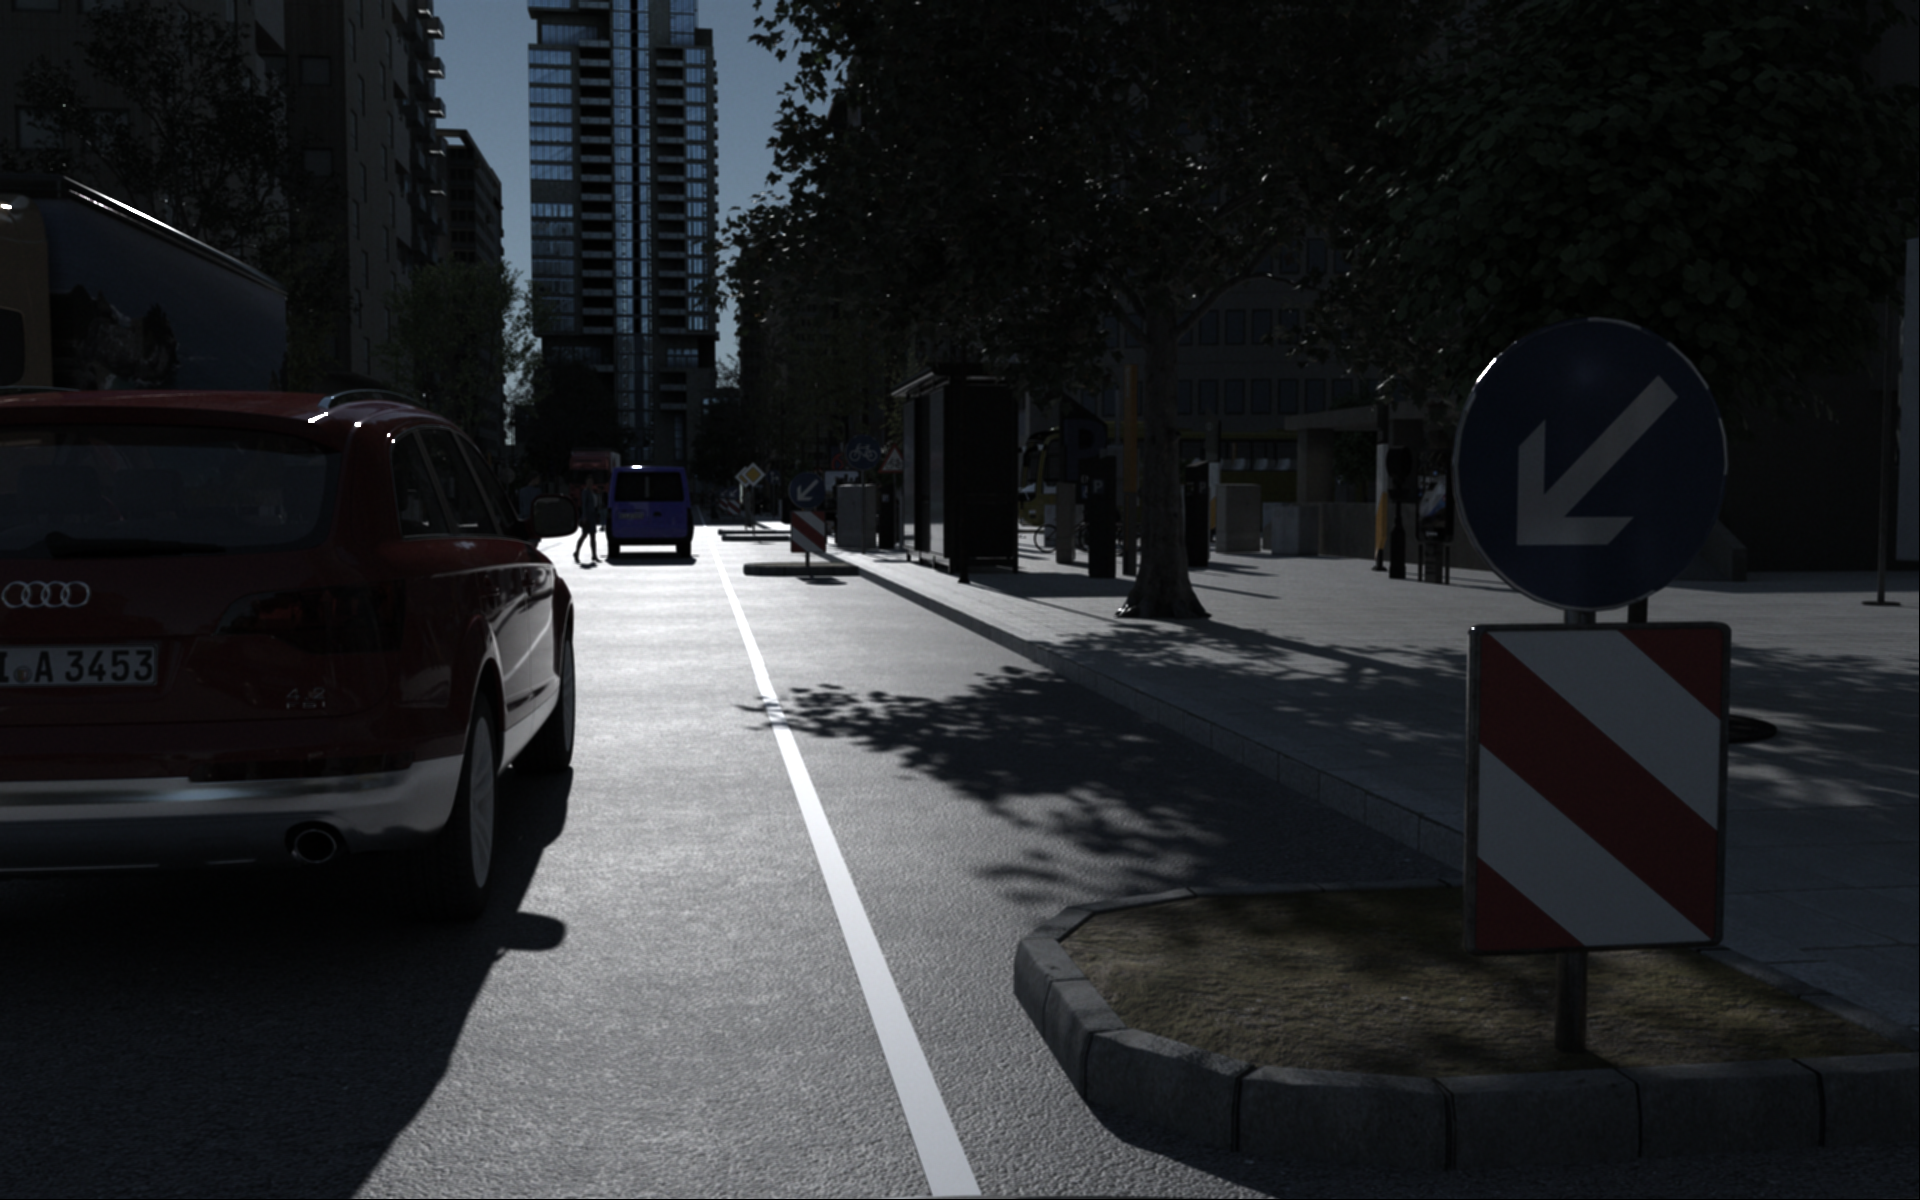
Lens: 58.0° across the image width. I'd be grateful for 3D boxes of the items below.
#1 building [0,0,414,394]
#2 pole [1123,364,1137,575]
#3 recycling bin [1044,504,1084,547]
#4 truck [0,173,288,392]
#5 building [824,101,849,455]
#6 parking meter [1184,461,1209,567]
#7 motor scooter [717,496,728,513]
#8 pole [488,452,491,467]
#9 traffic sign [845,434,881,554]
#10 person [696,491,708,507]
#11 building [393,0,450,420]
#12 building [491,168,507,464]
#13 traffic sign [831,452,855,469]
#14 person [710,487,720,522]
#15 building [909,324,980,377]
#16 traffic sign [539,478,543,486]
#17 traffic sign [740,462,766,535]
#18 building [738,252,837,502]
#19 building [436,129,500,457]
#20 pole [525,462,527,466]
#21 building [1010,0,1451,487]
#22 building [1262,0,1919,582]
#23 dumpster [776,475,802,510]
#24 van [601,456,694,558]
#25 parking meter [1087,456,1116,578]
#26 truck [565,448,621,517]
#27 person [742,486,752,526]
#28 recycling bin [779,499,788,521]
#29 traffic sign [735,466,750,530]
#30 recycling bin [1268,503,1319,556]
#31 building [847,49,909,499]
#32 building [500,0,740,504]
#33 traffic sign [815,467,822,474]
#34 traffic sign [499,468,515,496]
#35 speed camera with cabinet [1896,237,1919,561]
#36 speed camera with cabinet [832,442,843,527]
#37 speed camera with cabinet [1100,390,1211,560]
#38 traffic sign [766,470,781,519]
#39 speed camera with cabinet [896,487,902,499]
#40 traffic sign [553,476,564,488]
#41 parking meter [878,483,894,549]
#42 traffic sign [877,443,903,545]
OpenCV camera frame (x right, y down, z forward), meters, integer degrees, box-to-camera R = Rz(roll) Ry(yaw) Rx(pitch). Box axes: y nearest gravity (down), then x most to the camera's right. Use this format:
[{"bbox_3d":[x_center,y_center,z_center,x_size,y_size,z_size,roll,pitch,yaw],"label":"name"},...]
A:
[{"bbox_3d":[-51.879,-32.098,114.044,28.713,52.752,27.495,-1,4,-9],"label":"building"},{"bbox_3d":[2.687,-2.049,27.345,0.158,3.312,0.155,0,3,0],"label":"pole"},{"bbox_3d":[2.537,-1.814,42.214,0.722,1.027,0.722,3,5,42],"label":"recycling bin"},{"bbox_3d":[-9.335,-1.738,17.328,2.839,4.237,11.283,0,4,-8],"label":"truck"},{"bbox_3d":[-3.345,-32.687,189.058,22.147,44.769,28.867,-1,4,-9],"label":"building"},{"bbox_3d":[4.168,-1.518,30.535,0.399,1.863,0.255,-3,5,-39],"label":"parking meter"},{"bbox_3d":[-17.652,-7.099,128.839,0.815,1.314,1.986,0,4,-7],"label":"motor scooter"},{"bbox_3d":[-22.843,-5.524,84.156,0.158,3.312,0.155,0,3,0],"label":"pole"},{"bbox_3d":[-2.068,-2.260,37.051,0.768,2.556,0.104,0,4,-2],"label":"traffic sign"},{"bbox_3d":[-27.533,-10.782,184.876,1.348,1.812,0.705,-1,4,-14],"label":"person"},{"bbox_3d":[-55.795,-32.197,146.026,23.786,49.044,30.456,-1,4,-9],"label":"building"},{"bbox_3d":[-68.517,-35.506,230.641,14.200,45.320,14.600,-1,4,-9],"label":"building"},{"bbox_3d":[-3.530,-3.214,52.654,0.768,2.556,0.104,0,4,-5],"label":"traffic sign"},{"bbox_3d":[-12.781,-4.964,90.087,0.534,1.772,0.576,-2,4,-35],"label":"person"},{"bbox_3d":[2.861,-27.361,130.947,14.154,41.232,14.086,-1,4,-9],"label":"building"},{"bbox_3d":[-29.471,-7.377,120.711,0.768,2.556,0.104,0,4,-7],"label":"traffic sign"},{"bbox_3d":[-6.436,-3.077,53.949,0.795,2.450,0.064,-1,4,-9],"label":"traffic sign"},{"bbox_3d":[-19.555,-33.979,247.438,23.993,40.220,32.217,-1,4,-9],"label":"building"},{"bbox_3d":[-60.405,-29.752,178.330,23.993,40.220,32.217,-1,4,-9],"label":"building"},{"bbox_3d":[-27.975,-7.212,111.752,0.158,3.312,0.155,0,3,0],"label":"pole"},{"bbox_3d":[16.319,-33.139,83.825,28.212,58.520,21.231,-1,4,-9],"label":"building"},{"bbox_3d":[23.990,-20.959,34.554,32.217,40.220,23.993,-1,4,-9],"label":"building"},{"bbox_3d":[-8.457,-5.175,87.111,1.502,2.255,1.985,-1,4,-9],"label":"dumpster"},{"bbox_3d":[-7.333,-2.225,40.756,2.240,2.365,5.245,-1,4,-11],"label":"van"},{"bbox_3d":[2.166,-1.269,26.463,0.399,1.863,0.255,3,4,38],"label":"parking meter"},{"bbox_3d":[-22.606,-7.241,107.307,2.839,4.237,11.283,0,4,-8],"label":"truck"},{"bbox_3d":[-9.483,-4.175,76.938,0.466,1.800,0.511,-2,4,-32],"label":"person"},{"bbox_3d":[-8.168,-4.233,81.770,0.722,1.027,0.722,-1,4,-10],"label":"recycling bin"},{"bbox_3d":[-7.654,-3.560,61.841,0.795,2.450,0.064,-1,4,-9],"label":"traffic sign"},{"bbox_3d":[7.025,-1.453,36.310,0.722,1.027,0.722,-3,5,-41],"label":"recycling bin"},{"bbox_3d":[-3.273,-31.601,166.783,14.600,45.320,14.200,-1,4,-9],"label":"building"},{"bbox_3d":[-46.316,-56.537,237.043,31.000,86.520,22.319,-1,4,-9],"label":"building"},{"bbox_3d":[-6.341,-4.735,77.424,0.884,2.594,0.081,0,4,-8],"label":"traffic sign"},{"bbox_3d":[-21.812,-5.098,83.464,0.768,2.556,0.104,0,4,-5],"label":"traffic sign"},{"bbox_3d":[3.839,-0.656,5.067,0.660,3.252,2.038,-1,4,-22],"label":"speed camera with cabinet"},{"bbox_3d":[-4.885,-4.428,66.741,0.660,3.252,2.038,-1,4,-17],"label":"speed camera with cabinet"},{"bbox_3d":[3.707,-2.358,32.889,2.038,3.252,0.660,1,4,18],"label":"speed camera with cabinet"},{"bbox_3d":[-9.705,-5.510,90.198,0.768,2.556,0.104,0,4,-2],"label":"traffic sign"},{"bbox_3d":[-3.258,-7.353,114.558,2.038,3.252,0.660,1,4,18],"label":"speed camera with cabinet"},{"bbox_3d":[-27.799,-7.328,119.926,0.768,2.556,0.104,0,4,-2],"label":"traffic sign"},{"bbox_3d":[-1.729,-1.972,40.655,0.372,1.533,0.369,0,3,0],"label":"parking meter"},{"bbox_3d":[-1.651,-2.684,43.886,0.884,2.594,0.081,0,4,-3],"label":"traffic sign"}]
